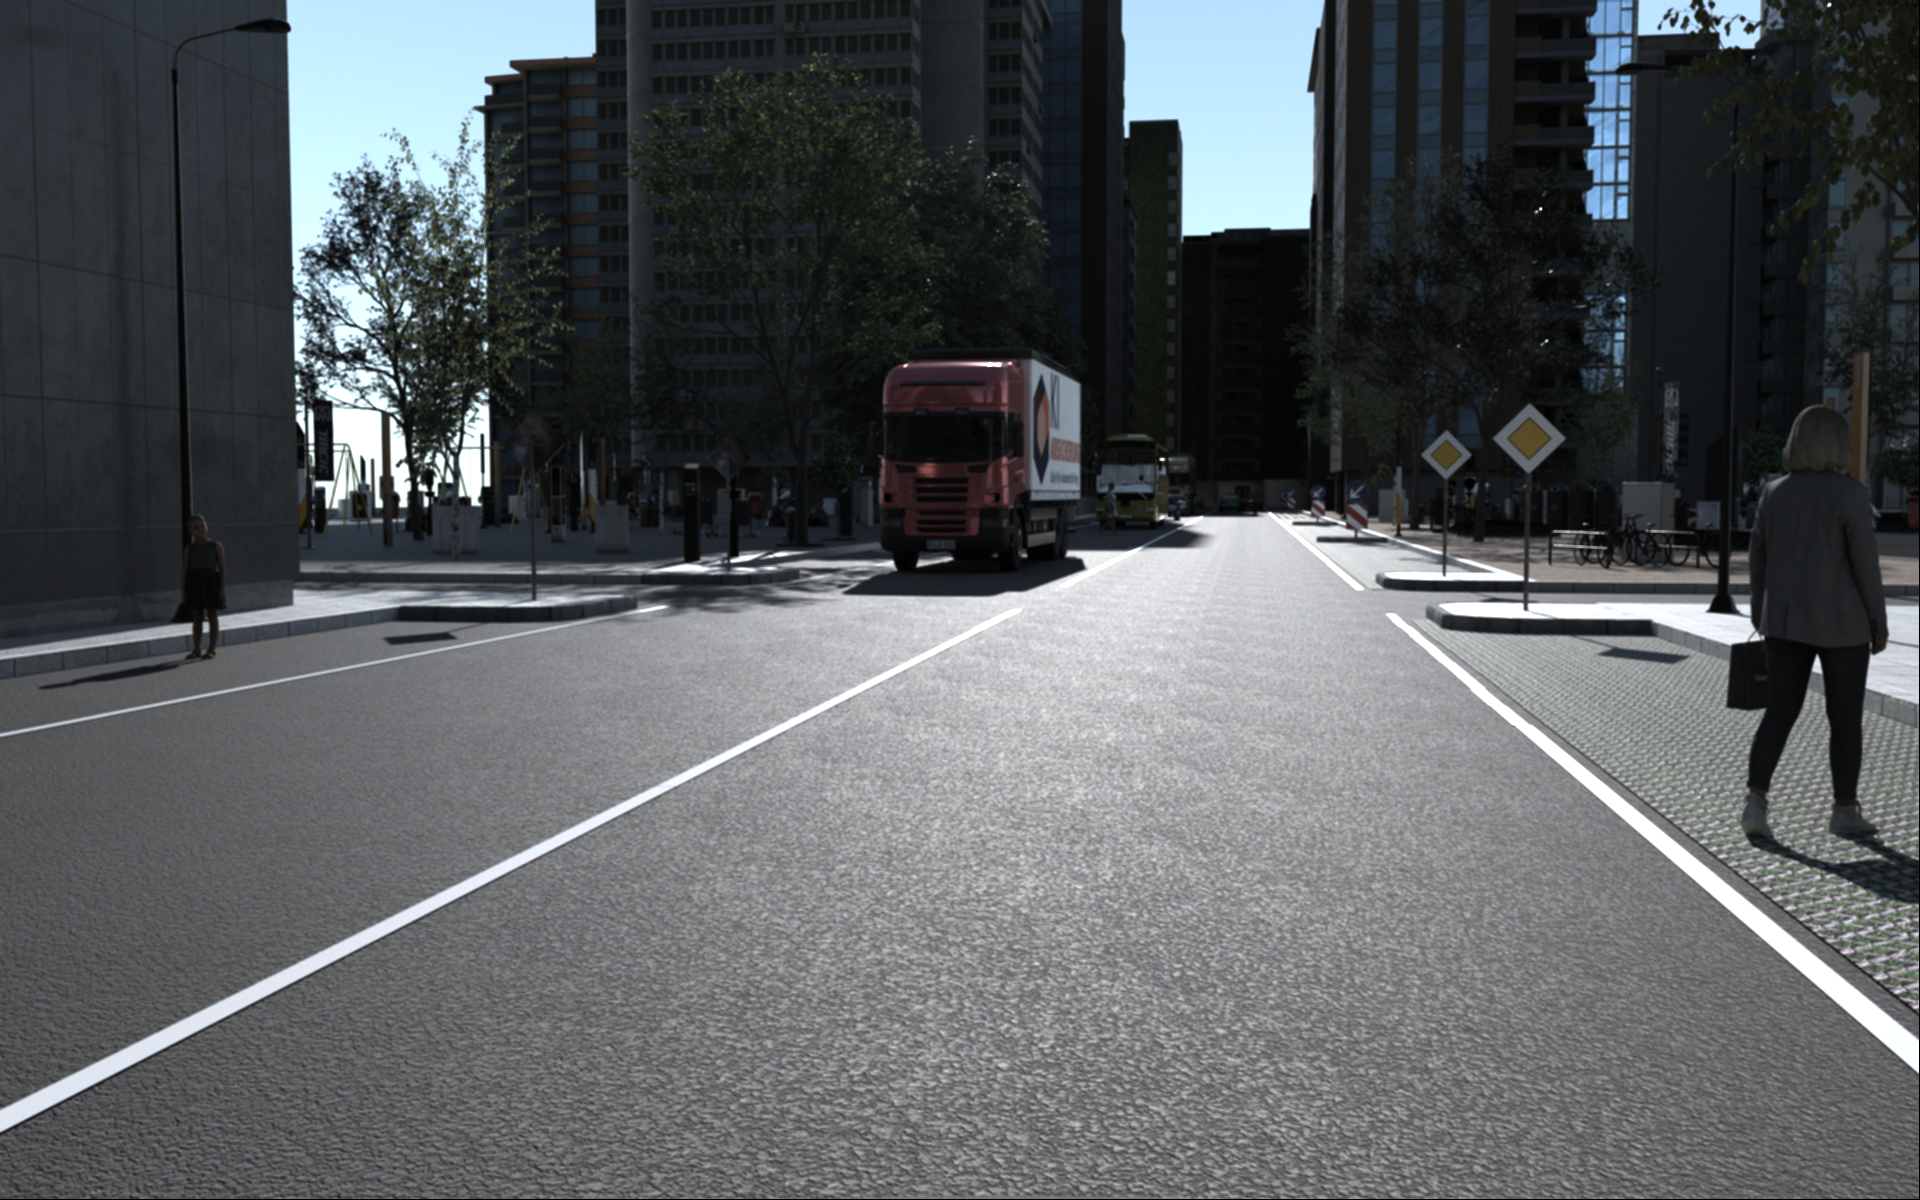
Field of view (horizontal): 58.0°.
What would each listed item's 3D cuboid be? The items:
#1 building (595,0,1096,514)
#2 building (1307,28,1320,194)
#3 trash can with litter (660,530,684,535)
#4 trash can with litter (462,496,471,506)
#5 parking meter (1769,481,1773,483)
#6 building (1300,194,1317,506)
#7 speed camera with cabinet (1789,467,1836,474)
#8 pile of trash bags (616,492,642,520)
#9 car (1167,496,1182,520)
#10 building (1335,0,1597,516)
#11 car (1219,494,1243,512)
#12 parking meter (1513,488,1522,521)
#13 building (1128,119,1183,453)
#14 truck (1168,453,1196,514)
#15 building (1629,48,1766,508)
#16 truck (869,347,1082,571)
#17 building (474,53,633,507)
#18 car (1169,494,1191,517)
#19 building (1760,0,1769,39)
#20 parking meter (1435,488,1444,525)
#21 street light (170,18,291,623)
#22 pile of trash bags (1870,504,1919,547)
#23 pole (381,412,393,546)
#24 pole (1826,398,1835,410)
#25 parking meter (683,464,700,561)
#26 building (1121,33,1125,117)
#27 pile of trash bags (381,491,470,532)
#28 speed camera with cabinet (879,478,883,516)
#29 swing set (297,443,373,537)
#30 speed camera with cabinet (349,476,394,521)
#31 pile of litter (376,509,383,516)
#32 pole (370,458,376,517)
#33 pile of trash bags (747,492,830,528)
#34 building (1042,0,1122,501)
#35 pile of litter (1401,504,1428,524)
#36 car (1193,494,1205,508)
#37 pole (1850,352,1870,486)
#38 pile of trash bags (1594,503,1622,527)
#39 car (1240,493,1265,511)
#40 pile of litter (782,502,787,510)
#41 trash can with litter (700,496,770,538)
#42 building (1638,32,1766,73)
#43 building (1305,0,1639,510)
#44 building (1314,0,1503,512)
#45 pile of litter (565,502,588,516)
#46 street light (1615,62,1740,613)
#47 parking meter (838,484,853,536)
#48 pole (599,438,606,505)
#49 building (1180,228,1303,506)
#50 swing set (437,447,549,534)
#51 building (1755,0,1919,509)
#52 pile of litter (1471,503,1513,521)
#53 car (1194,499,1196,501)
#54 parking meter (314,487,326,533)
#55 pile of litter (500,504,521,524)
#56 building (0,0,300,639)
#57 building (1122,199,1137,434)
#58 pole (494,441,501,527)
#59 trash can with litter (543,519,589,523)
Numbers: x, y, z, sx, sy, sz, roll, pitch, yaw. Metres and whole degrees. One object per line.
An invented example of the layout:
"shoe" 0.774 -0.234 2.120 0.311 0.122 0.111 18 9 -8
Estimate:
"building" -7.349 -26.015 117.233 32.217 40.220 23.993 1 4 9
"building" 53.107 -36.993 194.069 27.495 52.752 28.713 1 4 9
"trash can with litter" -8.424 -2.690 55.035 2.233 1.210 1.678 1 4 17
"trash can with litter" -25.968 -4.805 89.621 2.233 1.210 1.678 -2 4 -34
"parking meter" 15.862 -1.539 33.577 0.372 1.533 0.369 0 3 0
"building" 40.779 -24.208 167.500 14.160 30.474 14.107 1 4 9
"speed camera with cabinet" 34.019 -4.568 69.019 0.660 3.252 2.038 -2 4 -24
"pile of trash bags" -16.300 -4.706 86.703 1.912 1.369 3.447 -1 4 -17
"car" 11.255 -5.078 95.604 1.945 1.354 3.894 1 4 8
"building" 30.667 -27.991 107.757 14.600 45.320 14.200 1 4 9
"car" 21.801 -7.985 139.350 1.959 1.807 4.718 1 4 11
"parking meter" 23.332 -3.916 72.443 0.372 1.533 0.369 0 3 0
"building" 17.562 -31.179 193.376 14.086 41.232 14.154 1 4 9
"truck" 15.137 -8.109 121.501 2.839 4.237 11.283 1 4 10
"building" 65.959 -29.314 162.876 14.086 41.232 14.154 1 4 9
"truck" 0.601 -2.855 35.597 2.839 4.237 11.283 1 4 11
"building" -31.905 -31.800 174.559 28.867 44.769 22.147 1 4 9
"car" 13.750 -6.050 110.722 2.131 1.459 4.920 1 4 11
"building" 97.533 -45.511 182.358 20.611 71.187 20.563 1 4 9
"parking meter" 19.868 -3.873 71.729 0.372 1.533 0.369 0 3 0
"street light" -7.222 -2.729 17.163 1.470 5.913 1.316 1 4 9
"pile of trash bags" 22.320 -2.028 42.908 1.912 1.369 3.447 -3 4 -36
"pole" -14.290 -3.017 43.176 0.158 3.312 0.155 0 3 0
"pole" 18.529 -2.637 36.951 0.158 3.312 0.155 0 3 0
"parking meter" -5.118 -1.673 33.058 0.255 1.863 0.399 0 4 1
"building" 6.528 -28.437 148.538 14.154 41.232 14.086 1 4 9
"pile of trash bags" -18.455 -3.051 59.638 1.912 1.369 3.447 2 4 30
"speed camera with cabinet" -3.696 -6.249 96.499 0.660 3.252 2.038 -3 5 -40
"swing set" -20.141 -3.426 53.634 3.119 2.851 2.862 1 4 11
"speed camera with cabinet" -28.065 -5.398 82.589 2.038 3.252 0.660 -1 4 -22
"pile of litter" -33.526 -5.308 100.754 1.176 0.858 1.719 -3 5 -44
"pole" -33.551 -6.431 98.989 0.158 3.312 0.155 0 3 0
"pile of trash bags" -6.838 -3.523 67.352 1.912 1.369 3.447 3 5 44
"building" 5.043 -29.617 134.350 14.600 45.320 14.200 1 4 9
"pile of litter" 19.591 -3.714 74.684 1.176 0.858 1.719 1 4 19
"car" 23.943 -10.153 176.225 2.015 1.641 3.980 1 4 10
"pole" 13.006 -1.911 25.080 0.158 3.312 0.155 0 3 0
"pile of trash bags" 25.629 -3.548 67.761 3.447 1.369 1.912 -2 4 -32
"car" 25.056 -8.515 148.262 2.155 1.783 4.494 1 4 10
"pile of litter" -9.580 -4.830 92.941 1.176 0.858 1.719 3 4 38
"trash can with litter" -6.847 -2.476 51.532 2.233 1.210 1.678 0 4 3
"building" 76.718 -34.424 186.534 21.600 48.544 21.300 1 4 9
"building" 38.101 -49.931 129.048 22.319 86.520 31.000 1 4 9
"building" 38.772 -30.761 153.059 14.600 45.320 14.200 1 4 9
"pile of litter" -22.753 -5.393 102.134 1.719 0.858 1.176 0 4 -5
"street light" 7.750 -2.824 18.720 1.470 5.913 1.316 1 4 9
"parking meter" -3.490 -2.880 52.795 0.399 1.863 0.255 0 4 8
"pole" -13.016 -4.231 63.024 0.158 3.312 0.155 0 3 0
"building" 31.421 -25.652 191.118 14.107 30.474 14.160 1 4 9
"swing set" -15.655 -3.662 57.489 3.119 2.851 2.862 1 4 14
"building" 87.880 -32.710 154.411 30.456 49.044 23.786 1 4 9
"pile of litter" 25.347 -4.148 81.792 1.176 0.858 1.719 -3 5 -45
"car" 17.605 -7.630 137.113 2.083 1.381 4.827 1 4 9
"parking meter" -21.403 -3.028 57.912 0.372 1.533 0.369 0 3 0
"pile of litter" -19.997 -3.764 75.512 1.719 0.858 1.176 -1 4 -15
"building" -23.258 -12.069 16.400 30.058 24.678 14.314 1 4 9
"building" 10.429 -24.519 172.593 14.107 30.474 14.160 1 4 9
"pole" -17.797 -4.450 66.595 0.158 3.312 0.155 0 3 0
"trash can with litter" -17.823 -4.113 78.298 2.233 1.210 1.678 1 4 15
